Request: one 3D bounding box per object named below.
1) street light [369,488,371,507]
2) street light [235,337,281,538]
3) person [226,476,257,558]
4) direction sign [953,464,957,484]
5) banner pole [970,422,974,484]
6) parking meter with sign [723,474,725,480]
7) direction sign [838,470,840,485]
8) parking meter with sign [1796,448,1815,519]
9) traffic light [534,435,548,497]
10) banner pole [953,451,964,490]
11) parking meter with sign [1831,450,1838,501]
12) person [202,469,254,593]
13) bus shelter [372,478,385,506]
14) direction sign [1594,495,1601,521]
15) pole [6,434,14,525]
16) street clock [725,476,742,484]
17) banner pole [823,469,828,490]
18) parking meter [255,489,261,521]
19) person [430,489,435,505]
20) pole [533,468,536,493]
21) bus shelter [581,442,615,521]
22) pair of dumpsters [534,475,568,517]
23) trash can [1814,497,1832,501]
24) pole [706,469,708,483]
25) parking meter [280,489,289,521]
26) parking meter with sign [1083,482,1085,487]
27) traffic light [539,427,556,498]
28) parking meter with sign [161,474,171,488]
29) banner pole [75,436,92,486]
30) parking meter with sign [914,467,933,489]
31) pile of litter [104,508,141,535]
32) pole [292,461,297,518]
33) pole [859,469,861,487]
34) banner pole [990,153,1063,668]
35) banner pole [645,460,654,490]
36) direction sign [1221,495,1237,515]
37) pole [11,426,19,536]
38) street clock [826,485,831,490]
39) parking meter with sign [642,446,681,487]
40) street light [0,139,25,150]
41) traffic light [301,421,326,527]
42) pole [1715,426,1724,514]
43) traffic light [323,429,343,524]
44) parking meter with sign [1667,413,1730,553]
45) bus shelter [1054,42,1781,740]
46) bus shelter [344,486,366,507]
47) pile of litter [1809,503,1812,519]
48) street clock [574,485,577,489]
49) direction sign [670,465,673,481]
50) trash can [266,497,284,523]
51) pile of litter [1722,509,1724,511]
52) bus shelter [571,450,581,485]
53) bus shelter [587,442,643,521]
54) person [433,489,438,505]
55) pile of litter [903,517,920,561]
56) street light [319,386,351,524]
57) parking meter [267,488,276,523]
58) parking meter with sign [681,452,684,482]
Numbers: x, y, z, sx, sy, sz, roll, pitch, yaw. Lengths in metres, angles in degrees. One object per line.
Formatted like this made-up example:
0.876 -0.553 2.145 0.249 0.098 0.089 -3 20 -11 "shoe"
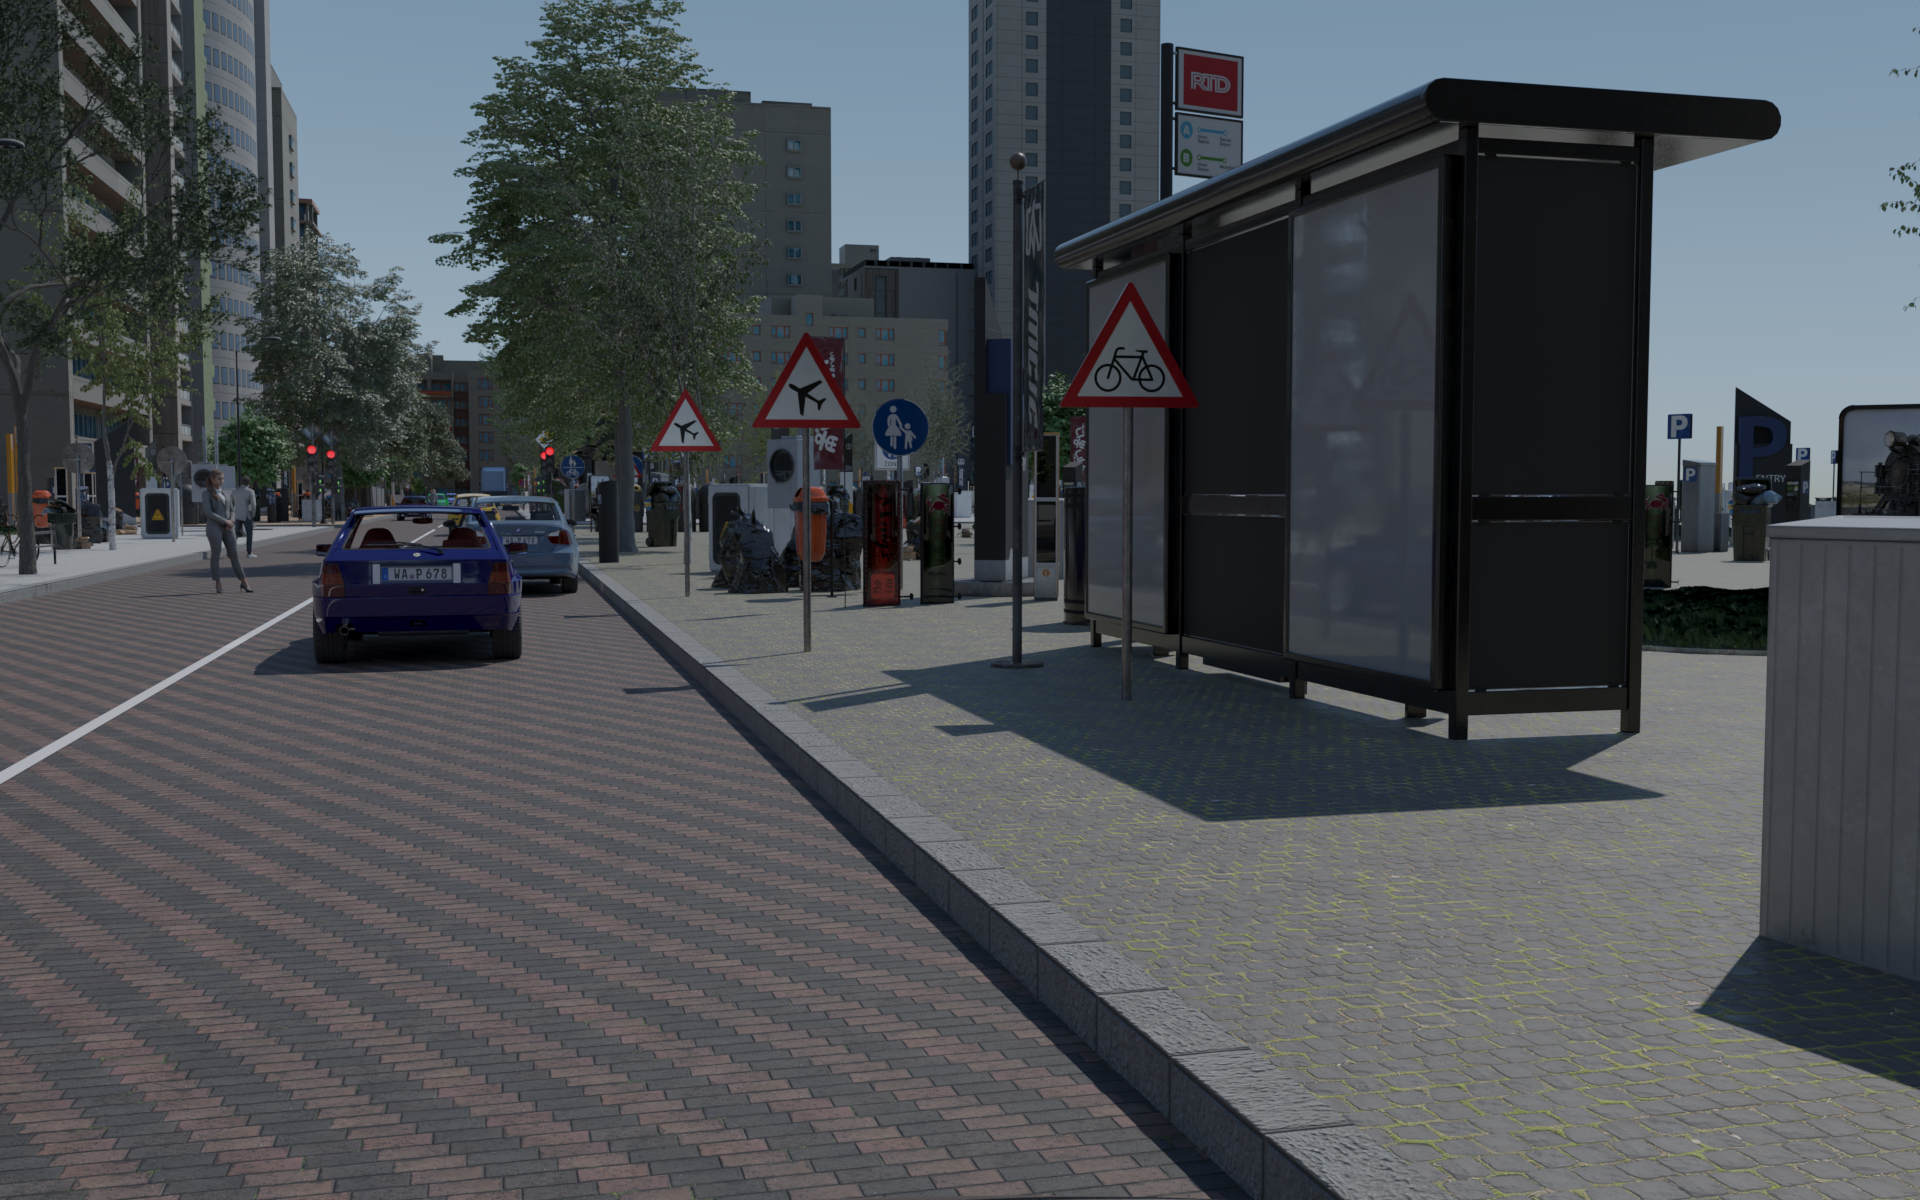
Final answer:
-34.711 -8.006 103.446 1.470 5.913 1.316 -1 4 -15 "street light"
-20.745 -4.811 51.195 1.470 5.913 1.316 -1 4 -15 "street light"
-16.084 -1.862 38.794 0.661 1.843 0.795 1 4 11 "person"
-0.143 -8.419 129.649 0.876 3.537 0.379 1 4 22 "direction sign"
0.729 -2.940 38.083 0.401 3.779 0.863 3 5 44 "banner pole"
-20.901 -9.243 147.377 1.738 3.016 0.543 0 4 -2 "parking meter with sign"
-6.672 -6.364 96.047 0.379 3.537 0.876 1 4 9 "direction sign"
33.395 -4.456 69.121 1.738 3.016 0.543 2 4 28 "parking meter with sign"
-18.437 -5.375 76.805 0.839 4.253 0.868 -1 4 -15 "traffic light"
-0.089 -6.813 101.410 0.863 3.779 0.401 0 4 -3 "banner pole"
35.533 -4.432 68.726 1.738 3.016 0.543 0 4 7 "parking meter with sign"
-10.594 -0.994 25.034 0.573 1.790 0.520 1 4 9 "person"
-45.413 -8.615 134.774 2.014 3.302 5.546 -1 4 -15 "bus shelter"
6.947 -1.641 18.829 0.876 3.537 0.379 3 4 37 "direction sign"
-32.215 -3.973 58.795 0.158 3.312 0.155 0 3 0 "pole"
-8.850 -3.898 68.297 0.358 2.002 0.471 3 4 36 "street clock"
-6.975 -6.108 89.884 0.401 3.779 0.863 1 4 18 "banner pole"
-33.586 -4.540 82.634 0.372 1.533 0.369 0 3 0 "parking meter"
-39.203 -7.336 128.538 0.767 1.812 0.694 -2 4 -28 "person"
-33.130 -8.633 135.000 0.158 3.312 0.155 0 3 0 "pole"
-16.445 -5.456 80.494 1.731 3.624 6.357 -1 4 -15 "bus shelter"
-20.626 -5.194 87.415 1.574 2.255 4.437 -1 4 -15 "pair of dumpsters"
36.659 -3.785 73.535 0.748 1.137 0.748 0 3 0 "trash can"
-20.809 -9.091 142.485 0.158 3.312 0.155 0 3 0 "pole"
-31.726 -4.460 81.329 0.372 1.533 0.369 0 3 0 "parking meter"
7.128 -5.735 90.031 1.738 3.016 0.543 2 4 23 "parking meter with sign"
-16.373 -4.903 69.090 0.839 4.253 0.868 -1 4 -15 "traffic light"
-37.500 -5.242 81.968 0.543 3.016 1.738 -1 4 -20 "parking meter with sign"
-37.651 -5.160 74.382 0.863 3.779 0.401 -3 5 -44 "banner pole"
-2.080 -6.928 109.527 1.738 3.016 0.543 3 5 44 "parking meter with sign"
-26.464 -2.482 54.549 1.719 0.858 1.176 -2 4 -29 "pile of litter"
-36.299 -6.151 94.414 0.158 3.312 0.155 0 3 0 "pole"
-8.224 -9.068 142.099 0.158 3.312 0.155 0 3 0 "pole"
0.485 -1.381 12.591 0.401 3.779 0.863 -1 4 -15 "banner pole"
-20.859 -7.721 116.258 0.863 3.779 0.401 1 4 20 "banner pole"
3.257 -1.795 21.344 0.379 3.537 0.876 -1 4 -14 "direction sign"
-28.052 -3.537 51.674 0.158 3.312 0.155 0 3 0 "pole"
-10.892 -8.530 144.031 0.471 2.002 0.358 2 4 25 "street clock"
-10.562 -3.961 61.023 0.543 3.016 1.738 1 4 16 "parking meter with sign"
-12.931 -3.067 22.683 1.470 5.913 1.316 -1 4 -15 "street light"
-24.931 -4.763 66.794 0.839 4.253 0.868 -1 4 -15 "traffic light"
22.825 -3.563 52.100 0.158 3.312 0.155 0 3 0 "pole"
-26.994 -5.235 74.509 0.839 4.253 0.868 -1 4 -15 "traffic light"
16.302 -2.562 38.144 1.738 3.016 0.543 -2 4 -35 "parking meter with sign"
2.239 -2.175 13.191 2.179 5.291 8.768 -1 4 -15 "bus shelter"
-41.759 -7.864 119.866 1.731 3.624 6.357 -1 4 -15 "bus shelter"
39.745 -4.074 80.581 1.176 0.858 1.719 0 4 -6 "pile of litter"
-31.511 -8.398 141.870 0.358 2.002 0.471 -2 4 -35 "street clock"
-22.214 -8.751 135.081 0.379 3.537 0.876 3 5 44 "direction sign"
-30.727 -4.041 77.732 0.748 1.137 0.748 0 3 0 "trash can"
27.639 -3.039 63.650 1.176 0.858 1.719 -2 4 -27 "pile of litter"
-20.187 -6.319 94.592 1.731 3.624 6.357 -1 4 -15 "bus shelter"
-13.300 -4.486 67.271 2.014 3.302 5.546 -1 4 -15 "bus shelter"
-39.680 -7.443 130.381 0.709 1.800 0.728 1 4 9 "person"
-1.059 -1.223 33.955 1.176 0.858 1.719 -1 4 -10 "pile of litter"
-26.838 -6.232 74.439 1.470 5.913 1.316 -1 4 -15 "street light"
-30.452 -4.171 76.599 0.372 1.533 0.369 0 3 0 "parking meter"
-10.901 -4.326 66.988 0.543 3.016 1.738 -1 4 -13 "parking meter with sign"
